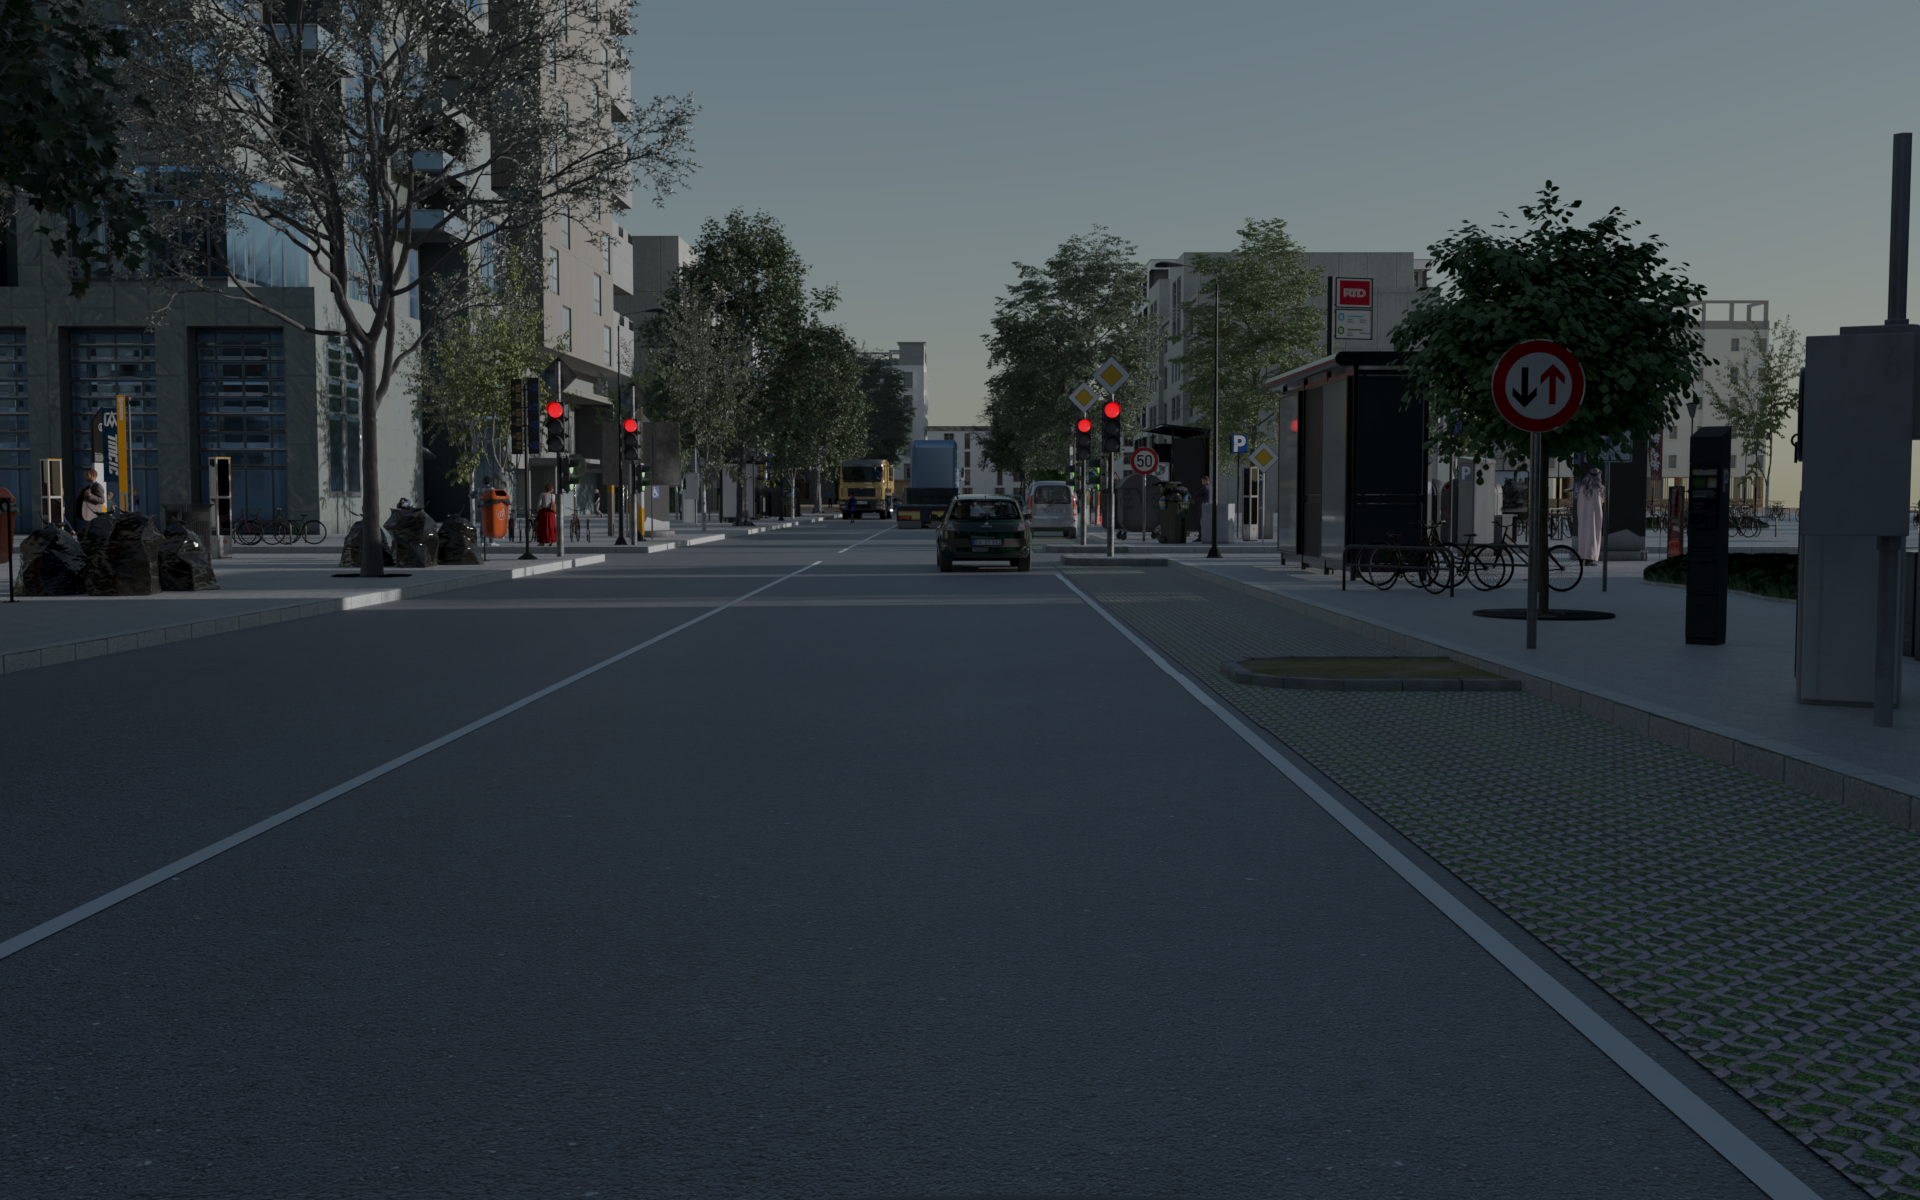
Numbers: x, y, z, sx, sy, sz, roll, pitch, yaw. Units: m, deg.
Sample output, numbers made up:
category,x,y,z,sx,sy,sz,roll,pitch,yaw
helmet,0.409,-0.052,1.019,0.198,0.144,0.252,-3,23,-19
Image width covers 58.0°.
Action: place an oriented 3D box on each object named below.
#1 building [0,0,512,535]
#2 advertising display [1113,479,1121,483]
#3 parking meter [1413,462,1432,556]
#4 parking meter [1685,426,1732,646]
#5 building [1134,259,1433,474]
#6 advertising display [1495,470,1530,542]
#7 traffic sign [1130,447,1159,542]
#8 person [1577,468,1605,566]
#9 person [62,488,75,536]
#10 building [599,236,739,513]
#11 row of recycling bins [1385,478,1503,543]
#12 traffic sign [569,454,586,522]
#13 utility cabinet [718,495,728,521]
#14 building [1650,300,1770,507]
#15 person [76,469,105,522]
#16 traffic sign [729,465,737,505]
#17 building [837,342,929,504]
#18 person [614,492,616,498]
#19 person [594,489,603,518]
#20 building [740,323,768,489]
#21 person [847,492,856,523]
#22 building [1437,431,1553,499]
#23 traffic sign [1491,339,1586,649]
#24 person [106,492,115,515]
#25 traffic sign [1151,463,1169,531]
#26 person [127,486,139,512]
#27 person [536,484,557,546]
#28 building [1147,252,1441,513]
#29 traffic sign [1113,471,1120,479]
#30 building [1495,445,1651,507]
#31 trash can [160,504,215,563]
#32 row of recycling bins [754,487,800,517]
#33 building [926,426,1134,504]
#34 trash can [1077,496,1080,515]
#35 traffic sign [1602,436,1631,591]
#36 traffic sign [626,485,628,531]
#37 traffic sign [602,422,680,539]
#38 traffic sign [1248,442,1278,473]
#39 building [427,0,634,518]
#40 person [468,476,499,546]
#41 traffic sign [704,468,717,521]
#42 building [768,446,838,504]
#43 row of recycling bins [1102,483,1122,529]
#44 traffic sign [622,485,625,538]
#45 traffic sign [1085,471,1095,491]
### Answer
category,x,y,z,sx,sy,sz,roll,pitch,yaw
building,-31.169,-46.139,67.050,22.319,86.520,31.000,0,3,0
advertising display,6.811,-4.276,75.128,0.123,1.923,0.974,3,5,40
parking meter,8.419,-1.581,31.566,0.255,1.863,0.399,2,4,31
parking meter,6.386,-0.555,14.781,0.255,1.863,0.399,3,4,38
building,30.504,-19.765,167.135,27.936,21.610,32.646,0,3,0
advertising display,14.700,-2.510,46.257,0.974,1.923,0.123,2,4,26
traffic sign,4.957,-2.844,46.608,0.768,2.556,0.104,0,4,5
person,11.278,-1.481,30.925,0.551,1.740,0.621,2,4,28
person,-26.946,-2.654,51.982,0.480,1.512,0.613,3,5,39
building,-27.560,-16.396,134.530,16.747,18.905,31.486,0,3,0
row of recycling bins,12.589,-2.328,45.173,1.069,1.692,3.534,-3,4,-37
traffic sign,-12.262,-3.364,55.106,0.768,2.556,0.104,0,4,7
utility cabinet,-11.047,-4.394,83.004,1.020,1.237,0.306,0,4,-2
building,72.659,-19.514,175.466,11.380,20.091,16.016,0,3,0
person,-15.499,-1.469,30.876,0.431,1.722,0.655,-2,4,-33
traffic sign,-9.798,-4.652,76.169,0.768,2.556,0.104,0,4,6
building,-9.842,-22.328,221.487,11.380,20.091,16.016,0,3,0
person,-23.054,-6.434,114.477,0.697,1.427,0.421,0,4,-2
person,-19.197,-5.115,91.885,0.471,1.553,0.569,0,4,-4
building,-25.431,-19.535,175.815,11.380,20.091,16.016,0,3,0
person,-5.380,-4.533,84.988,0.546,1.535,0.453,2,4,29
building,60.777,-16.905,218.542,28.070,9.664,9.099,0,3,0
traffic sign,4.751,-0.869,14.320,0.768,2.556,0.104,0,4,1
person,-25.556,-2.559,51.791,0.340,1.345,0.435,3,4,37
traffic sign,6.475,-3.310,56.248,0.606,2.300,0.079,0,4,1
person,-23.390,-2.475,49.051,0.613,1.512,0.480,2,4,23
person,-10.174,-2.087,42.626,0.523,1.526,0.387,-1,4,-20
building,24.711,-16.438,135.220,16.747,18.905,31.486,0,3,0
traffic sign,8.780,-5.998,98.065,0.884,2.594,0.081,0,4,6
building,61.140,-19.556,176.167,11.380,20.091,16.016,0,3,0
trash can,-11.406,-0.853,25.607,0.748,1.137,0.748,0,3,0
row of recycling bins,-10.606,-5.606,98.771,3.534,1.692,1.069,2,4,31
building,9.878,-16.867,217.915,28.070,9.664,9.099,0,3,0
trash can,7.183,-5.928,108.570,0.748,1.137,0.748,0,3,0
traffic sign,8.488,-1.260,22.738,0.606,2.300,0.079,0,4,5
traffic sign,-10.564,-3.230,54.944,0.606,2.300,0.079,0,4,1
traffic sign,-9.025,-3.369,48.964,2.265,3.308,0.079,1,4,9
traffic sign,7.669,-2.688,43.675,0.795,2.593,0.064,1,4,8
building,-34.130,-31.138,98.343,28.713,52.752,27.495,0,3,0
person,-11.724,-2.208,42.859,0.841,1.734,0.376,2,4,27
traffic sign,-11.967,-5.049,82.651,0.768,2.556,0.104,0,4,1
building,-31.847,-23.452,227.417,32.646,21.610,27.936,0,3,0
row of recycling bins,5.878,-3.554,65.224,1.069,1.692,3.534,0,4,3
traffic sign,-9.808,-3.073,50.357,0.768,2.556,0.104,0,4,3
traffic sign,7.142,-5.845,95.674,0.768,2.556,0.104,0,4,6
